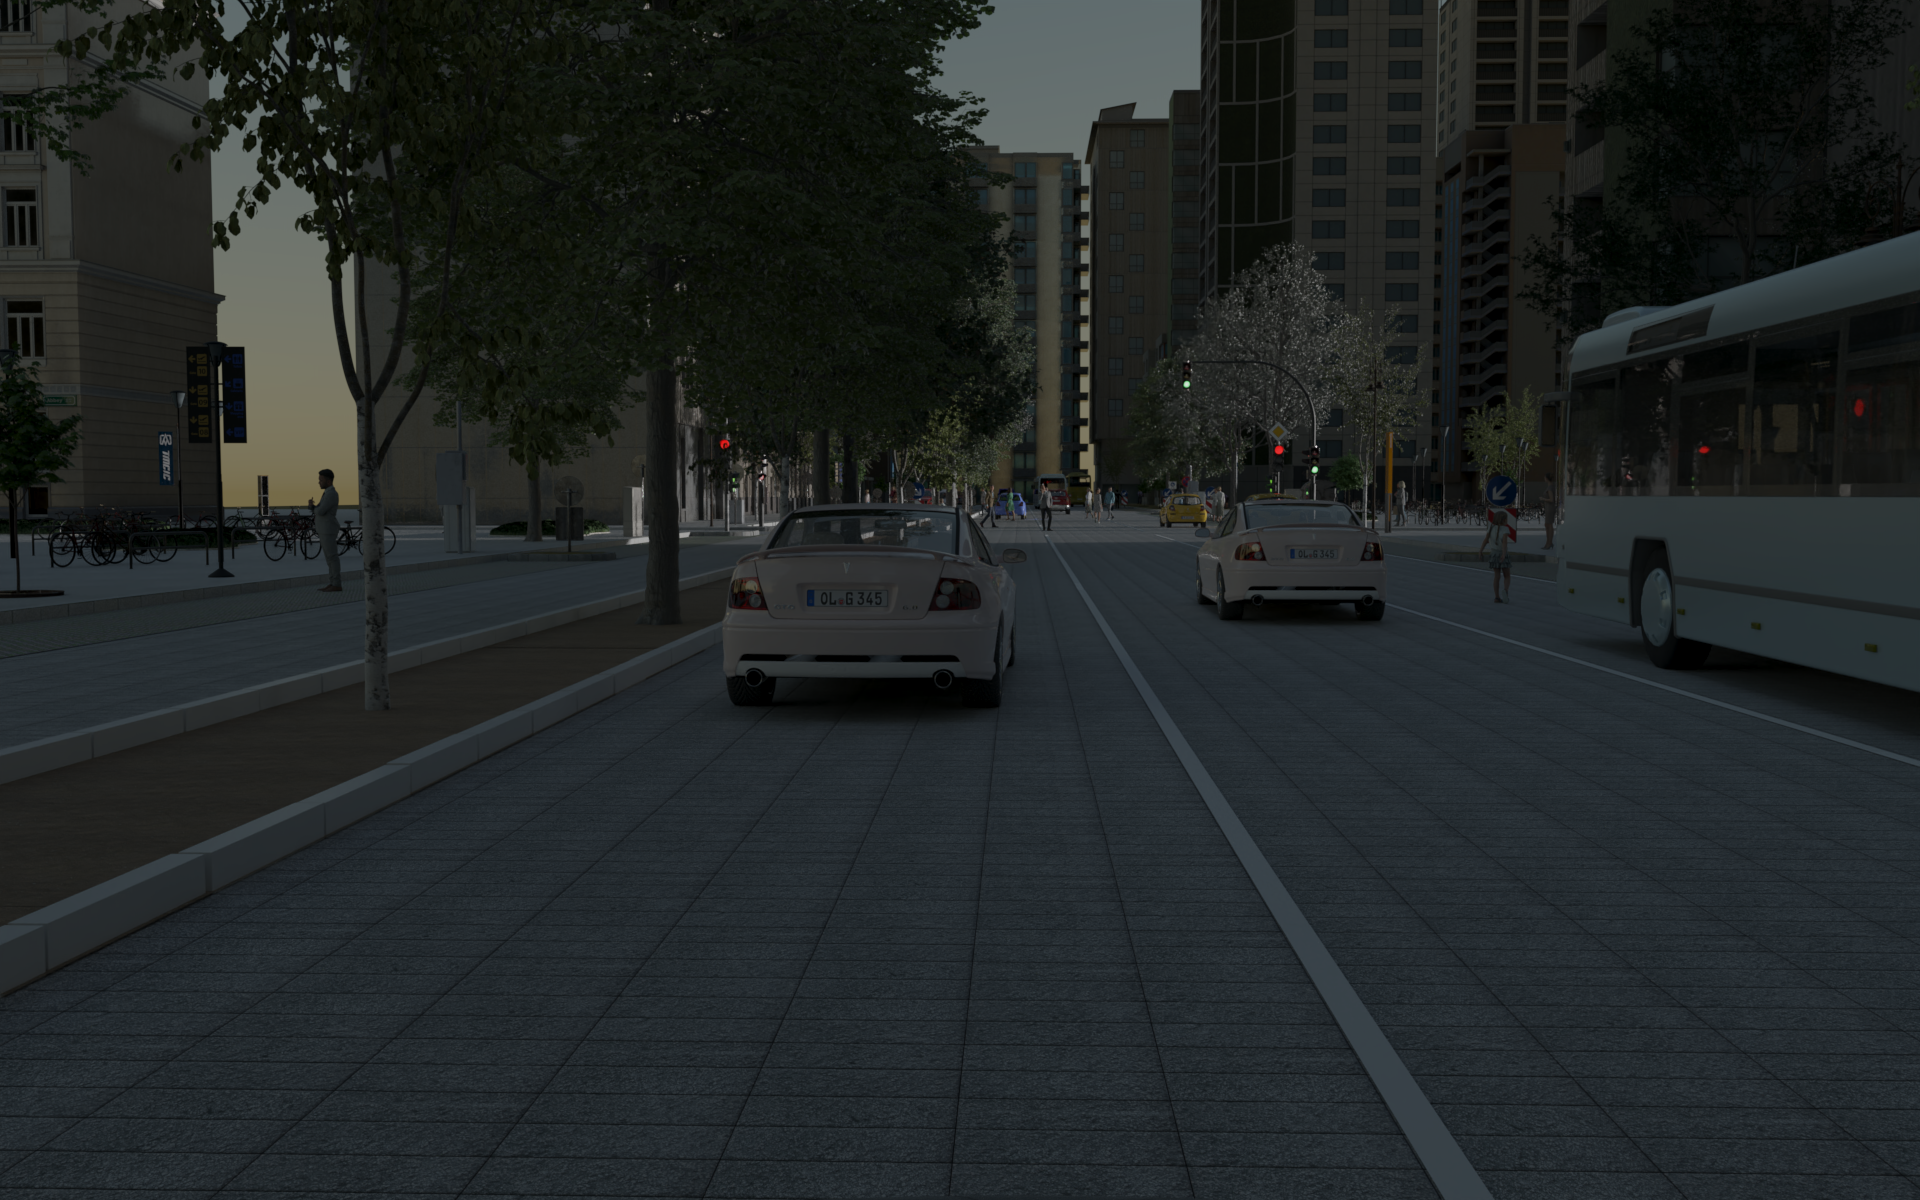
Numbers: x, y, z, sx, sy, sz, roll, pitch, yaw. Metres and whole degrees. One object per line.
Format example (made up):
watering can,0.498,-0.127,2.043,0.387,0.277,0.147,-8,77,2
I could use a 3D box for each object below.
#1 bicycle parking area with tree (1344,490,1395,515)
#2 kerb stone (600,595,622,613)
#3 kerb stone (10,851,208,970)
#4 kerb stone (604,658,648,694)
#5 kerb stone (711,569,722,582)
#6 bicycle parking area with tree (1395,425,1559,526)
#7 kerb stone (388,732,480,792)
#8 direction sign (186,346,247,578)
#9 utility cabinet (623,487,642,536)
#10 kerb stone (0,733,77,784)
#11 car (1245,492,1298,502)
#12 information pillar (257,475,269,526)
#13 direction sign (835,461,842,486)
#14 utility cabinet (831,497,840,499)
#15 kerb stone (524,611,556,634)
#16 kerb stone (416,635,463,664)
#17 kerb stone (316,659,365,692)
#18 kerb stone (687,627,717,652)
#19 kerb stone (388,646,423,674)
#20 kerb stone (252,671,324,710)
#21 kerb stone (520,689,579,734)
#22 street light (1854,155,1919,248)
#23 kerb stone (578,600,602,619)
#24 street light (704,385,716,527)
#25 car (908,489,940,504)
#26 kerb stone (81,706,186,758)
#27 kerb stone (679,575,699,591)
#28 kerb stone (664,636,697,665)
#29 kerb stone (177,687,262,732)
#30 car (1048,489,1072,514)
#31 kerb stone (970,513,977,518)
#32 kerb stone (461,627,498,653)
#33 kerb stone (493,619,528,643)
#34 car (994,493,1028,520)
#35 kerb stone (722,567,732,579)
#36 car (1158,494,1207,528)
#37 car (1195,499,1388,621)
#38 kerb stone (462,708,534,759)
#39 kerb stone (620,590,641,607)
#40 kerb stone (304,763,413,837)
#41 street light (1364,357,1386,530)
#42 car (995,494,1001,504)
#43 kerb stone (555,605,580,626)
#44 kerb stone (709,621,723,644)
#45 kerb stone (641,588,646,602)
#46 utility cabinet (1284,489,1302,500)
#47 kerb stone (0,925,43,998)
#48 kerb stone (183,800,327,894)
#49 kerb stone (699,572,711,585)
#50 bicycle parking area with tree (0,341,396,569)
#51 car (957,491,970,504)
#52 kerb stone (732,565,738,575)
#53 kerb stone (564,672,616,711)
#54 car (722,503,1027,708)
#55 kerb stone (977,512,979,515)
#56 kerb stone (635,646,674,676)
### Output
bicycle parking area with tree,29.113,-7.492,109.502,9.016,4.147,8.231,2,4,28
kerb stone,-4.322,0.069,21.097,0.120,0.150,1.000,0,4,2
kerb stone,-2.768,1.010,5.676,0.120,0.150,1.000,0,4,2
kerb stone,-2.502,0.571,12.861,0.120,0.150,1.000,0,4,2
kerb stone,-4.072,-0.372,28.270,0.120,0.150,1.000,0,4,2
bicycle parking area with tree,22.895,-5.234,72.574,8.231,4.147,9.016,1,4,18
kerb stone,-2.657,0.822,8.757,0.120,0.150,1.000,0,4,2
direction sign,-11.408,-2.119,26.643,0.876,3.537,0.379,0,4,-2
utility cabinet,-9.840,-2.657,52.113,0.318,1.500,1.173,0,4,3
kerb stone,-4.750,0.818,8.819,0.120,0.150,1.000,0,4,2
car,8.509,-2.285,47.588,2.015,1.641,3.980,0,4,2
information pillar,-27.183,-3.859,67.591,0.304,2.012,0.304,3,5,42
direction sign,-8.439,-7.850,120.342,0.379,3.537,0.876,2,4,30
utility cabinet,-8.510,-6.708,118.347,0.318,1.500,1.173,-1,4,-20
kerb stone,-4.424,0.255,18.031,0.120,0.150,1.000,0,4,2
kerb stone,-4.536,0.443,14.960,0.120,0.150,1.000,0,4,2
kerb stone,-4.607,0.568,12.910,0.120,0.150,1.000,0,4,2
kerb stone,-2.407,0.383,15.933,0.120,0.150,1.000,0,4,2
kerb stone,-4.573,0.509,13.938,0.120,0.150,1.000,0,4,2
kerb stone,-4.644,0.630,11.888,0.120,0.150,1.000,0,4,2
kerb stone,-2.581,0.701,10.816,0.120,0.150,1.000,0,4,2
street light,12.828,-3.121,23.808,0.468,5.910,1.993,0,4,2
kerb stone,-4.356,0.130,20.076,0.120,0.150,1.000,0,4,2
street light,-9.789,-5.828,68.076,0.468,5.910,1.993,0,4,2
car,-2.528,-6.876,121.089,2.281,1.827,5.304,0,4,3
kerb stone,-4.713,0.756,9.840,0.120,0.150,1.000,0,4,2
kerb stone,-4.150,-0.244,26.220,0.120,0.150,1.000,0,4,2
kerb stone,-2.439,0.446,14.910,0.120,0.150,1.000,0,4,2
kerb stone,-4.674,0.693,10.866,0.120,0.150,1.000,0,4,2
car,6.823,-7.012,123.318,2.281,1.827,5.304,0,4,3
kerb stone,0.865,-5.348,109.641,0.120,0.150,1.000,0,4,2
kerb stone,-4.499,0.382,15.981,0.120,0.150,1.000,0,4,2
kerb stone,-4.468,0.322,17.003,0.120,0.150,1.000,0,4,2
car,2.890,-5.435,98.459,1.945,1.707,3.694,0,4,4
kerb stone,-4.036,-0.434,29.292,0.120,0.150,1.000,0,4,2
car,9.623,-3.958,74.936,2.015,1.641,3.980,0,4,1
car,3.935,-0.529,21.007,2.083,1.381,4.827,0,4,3
kerb stone,-2.622,0.762,9.790,0.120,0.150,1.000,0,4,2
kerb stone,-4.282,0.004,22.122,0.120,0.150,1.000,0,4,2
kerb stone,-2.687,0.889,7.722,0.120,0.150,1.000,0,4,2
street light,14.040,-5.252,58.665,0.468,5.910,1.993,0,4,2
car,4.323,-9.448,166.484,2.014,1.417,4.499,0,4,3
kerb stone,-4.395,0.192,19.052,0.120,0.150,1.000,0,4,2
kerb stone,-2.366,0.322,16.954,0.120,0.150,1.000,0,4,2
kerb stone,-4.257,-0.053,23.144,0.120,0.150,1.000,0,4,2
utility cabinet,14.583,-4.033,74.621,1.173,1.500,0.318,0,4,-1
kerb stone,-2.799,1.073,4.655,0.120,0.150,1.000,0,4,2
kerb stone,-2.720,0.948,6.700,0.120,0.150,1.000,0,4,2
kerb stone,-4.111,-0.305,27.249,0.120,0.150,1.000,0,4,2
bicycle parking area with tree,-16.355,-2.855,33.685,8.231,4.147,9.016,2,4,33
car,0.276,-12.104,206.579,2.281,1.827,5.304,0,4,2
kerb stone,-4.003,-0.495,30.313,0.120,0.150,1.000,0,4,2
kerb stone,-2.546,0.636,11.837,0.120,0.150,1.000,0,4,2
car,-0.549,-0.042,13.044,2.083,1.381,4.827,0,4,4
kerb stone,0.975,-5.536,112.716,0.120,0.150,1.000,0,4,2
kerb stone,-2.476,0.508,13.886,0.120,0.150,1.000,0,4,2
